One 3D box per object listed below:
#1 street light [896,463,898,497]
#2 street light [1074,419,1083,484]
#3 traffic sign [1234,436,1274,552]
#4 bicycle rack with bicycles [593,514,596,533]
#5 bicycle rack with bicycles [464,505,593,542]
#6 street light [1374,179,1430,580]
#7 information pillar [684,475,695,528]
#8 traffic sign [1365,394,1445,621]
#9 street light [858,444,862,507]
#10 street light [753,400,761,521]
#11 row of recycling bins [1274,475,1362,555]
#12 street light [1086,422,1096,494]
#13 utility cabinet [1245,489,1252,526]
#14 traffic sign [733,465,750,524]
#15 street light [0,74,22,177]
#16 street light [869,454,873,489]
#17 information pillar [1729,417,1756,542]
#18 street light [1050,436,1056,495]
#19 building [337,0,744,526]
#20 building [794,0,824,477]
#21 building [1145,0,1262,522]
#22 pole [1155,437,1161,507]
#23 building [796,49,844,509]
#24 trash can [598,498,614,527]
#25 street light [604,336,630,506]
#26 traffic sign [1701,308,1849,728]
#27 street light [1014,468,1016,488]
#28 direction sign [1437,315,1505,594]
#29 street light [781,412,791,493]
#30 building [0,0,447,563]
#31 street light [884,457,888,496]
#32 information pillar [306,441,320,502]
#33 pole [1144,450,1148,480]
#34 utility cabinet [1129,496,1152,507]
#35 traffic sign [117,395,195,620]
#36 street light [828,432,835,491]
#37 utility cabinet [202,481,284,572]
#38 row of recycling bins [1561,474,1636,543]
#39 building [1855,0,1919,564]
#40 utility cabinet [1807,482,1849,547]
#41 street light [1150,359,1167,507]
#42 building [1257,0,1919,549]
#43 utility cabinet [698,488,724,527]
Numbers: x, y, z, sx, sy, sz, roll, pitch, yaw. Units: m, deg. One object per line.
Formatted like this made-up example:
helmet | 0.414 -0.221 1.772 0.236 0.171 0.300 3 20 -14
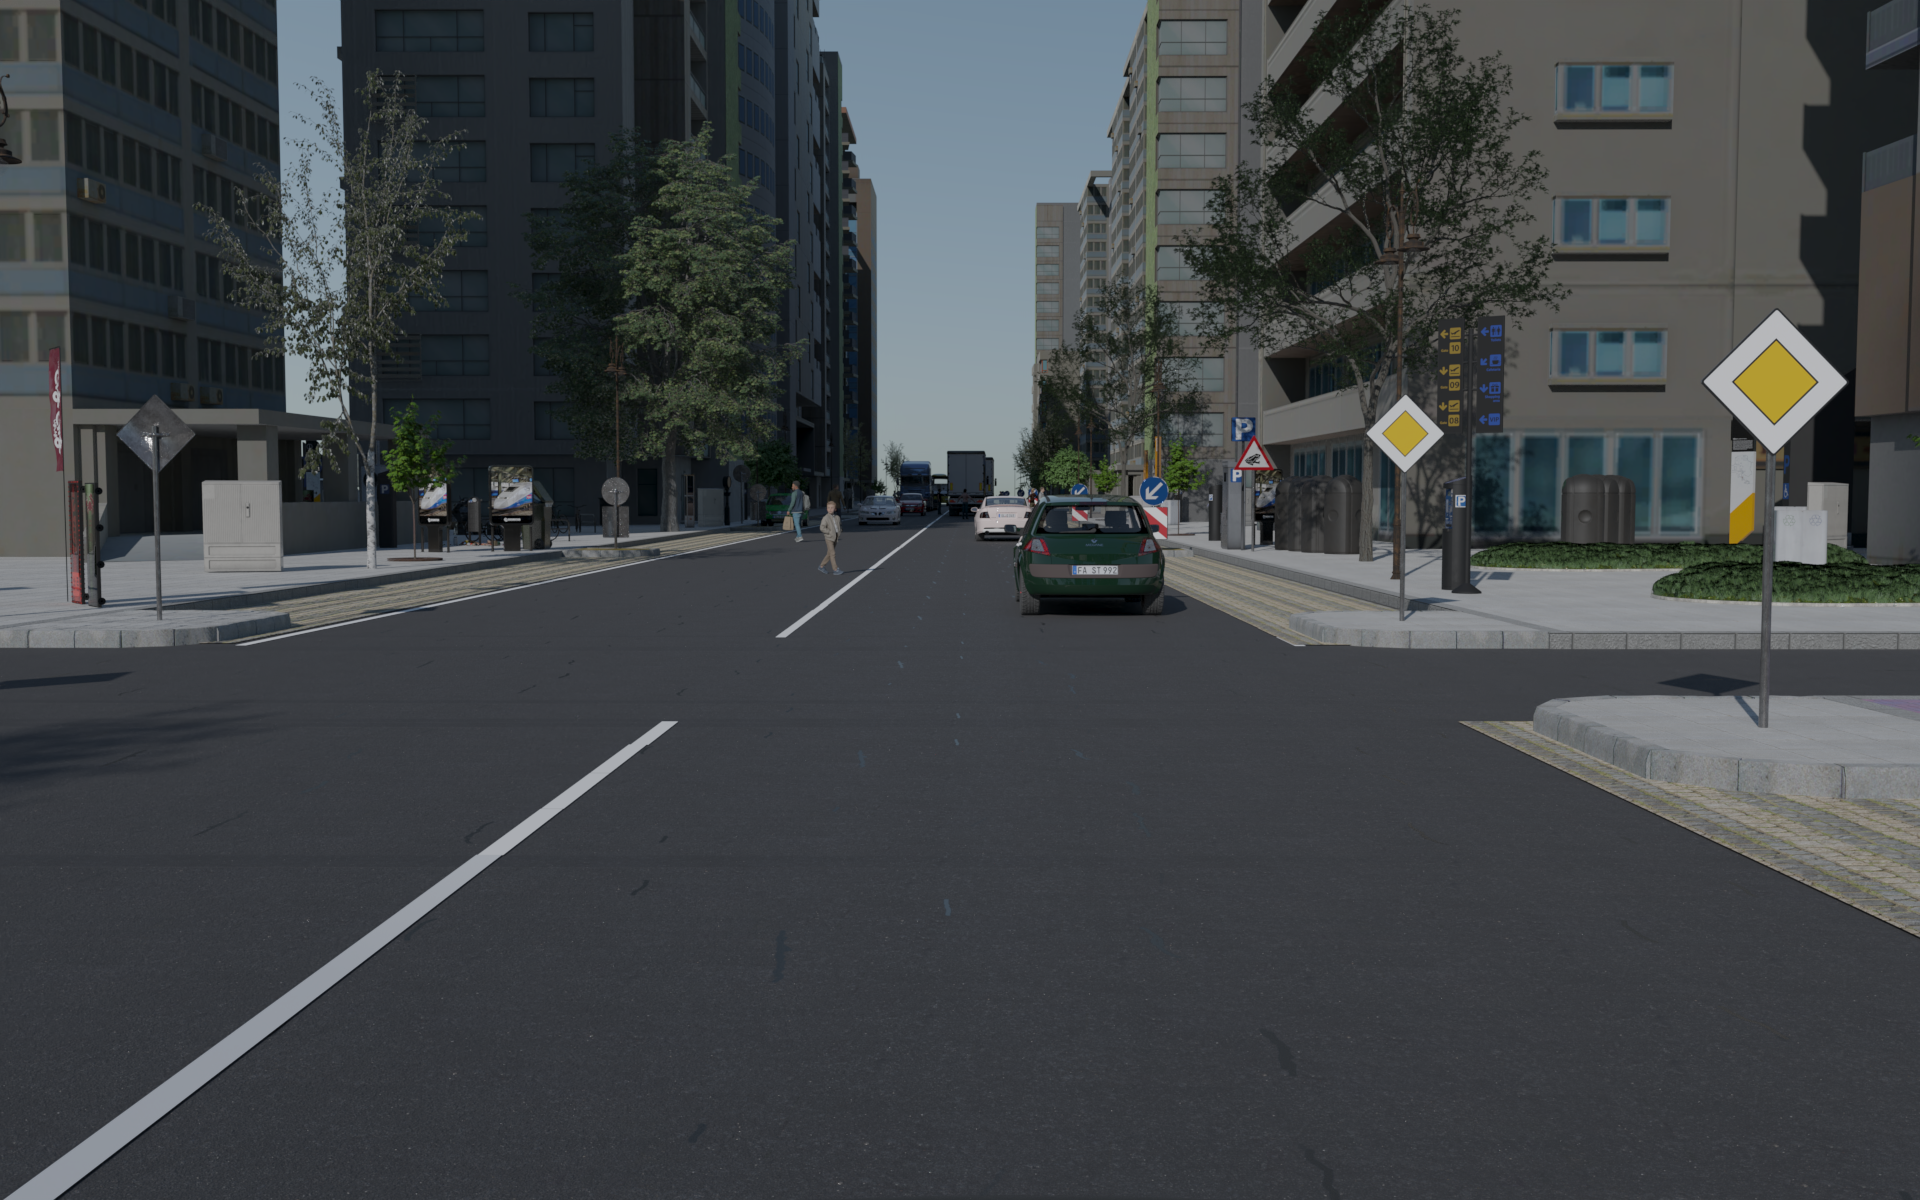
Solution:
street light | -8.758 -16.493 242.454 0.468 5.910 1.993 0 4 0
street light | 6.998 -7.913 102.160 0.468 5.910 1.993 0 4 0
traffic sign | 6.530 -2.358 38.560 0.884 2.594 0.081 0 4 1
bicycle rack with bicycles | -13.306 -2.695 57.441 2.852 0.926 2.925 -2 4 -27
bicycle rack with bicycles | -12.031 -2.055 46.977 2.925 0.926 2.852 -3 5 -40
street light | 6.557 -3.246 25.855 0.468 5.910 1.993 0 4 0
information pillar | -10.325 -3.767 66.083 0.304 2.012 0.304 -2 4 -26
traffic sign | 4.462 -0.844 17.440 0.795 2.450 0.064 0 4 0
street light | -9.227 -11.492 160.680 0.468 5.910 1.993 0 4 0
street light | -9.750 -6.754 83.215 0.468 5.910 1.993 0 4 0
row of recycling bins | 7.903 -1.909 38.332 1.069 1.692 3.534 -1 4 -12
street light | 6.954 -7.284 91.886 0.468 5.910 1.993 0 4 0
utility cabinet | 11.284 -3.689 68.986 0.318 1.500 1.173 3 4 37
traffic sign | -9.475 -4.590 75.160 0.768 2.556 0.104 0 4 1
street light | -10.189 -2.748 17.723 0.468 5.910 1.993 0 4 0
street light | -9.140 -12.516 177.421 0.468 5.910 1.993 0 4 0
information pillar | 15.362 -2.608 33.990 0.183 3.616 0.504 -2 4 -32
street light | 7.239 -9.915 134.895 0.468 5.910 1.993 0 4 0
building | -17.325 -23.903 74.401 14.154 41.232 14.086 0 4 0
building | -25.162 -33.339 134.336 28.713 52.752 27.495 0 4 0
building | 16.025 -24.552 85.015 14.154 41.232 14.086 0 4 0
pole | 7.030 -4.140 61.525 0.158 3.312 0.155 0 3 0
building | -18.001 -28.856 155.394 14.154 41.232 14.086 0 4 0
trash can | -13.786 -3.430 67.741 0.748 1.137 0.748 0 3 0
street light | -10.016 -4.765 50.700 0.468 5.910 1.993 0 4 0
traffic sign | 4.412 -0.355 9.455 0.795 2.450 0.064 0 4 0
street light | 7.985 -17.070 251.883 0.468 5.910 1.993 0 4 0
direction sign | 6.550 -1.853 22.291 0.876 3.537 0.379 3 5 39
street light | -9.636 -7.512 95.610 0.468 5.910 1.993 0 4 0
building | -30.272 -21.268 39.608 32.217 40.220 23.993 0 4 0
street light | -8.951 -14.505 209.938 0.468 5.910 1.993 0 4 0
information pillar | -24.319 -4.509 65.081 0.504 3.616 0.183 -1 4 -11
pole | 8.622 -5.293 80.380 0.158 3.312 0.155 0 3 0
utility cabinet | 6.713 -3.230 63.975 1.020 1.237 0.306 3 5 43
traffic sign | -8.131 -0.850 17.540 0.795 2.450 0.064 0 4 0
street light | -9.507 -9.503 128.164 0.468 5.910 1.993 0 4 0
utility cabinet | -11.749 -1.205 28.385 1.173 1.500 0.318 -1 4 -14
row of recycling bins | 13.585 -1.809 36.695 1.069 1.692 3.534 2 4 34
building | 23.341 -22.829 23.369 14.200 45.320 14.600 0 4 0
utility cabinet | 16.455 -1.477 32.836 1.173 1.500 0.318 -3 5 -42
street light | 6.776 -5.286 59.215 0.468 5.910 1.993 0 4 0
building | 21.092 -26.031 49.310 21.300 48.544 21.600 0 4 0
utility cabinet | -9.732 -3.610 67.695 0.318 1.500 1.173 2 4 34
